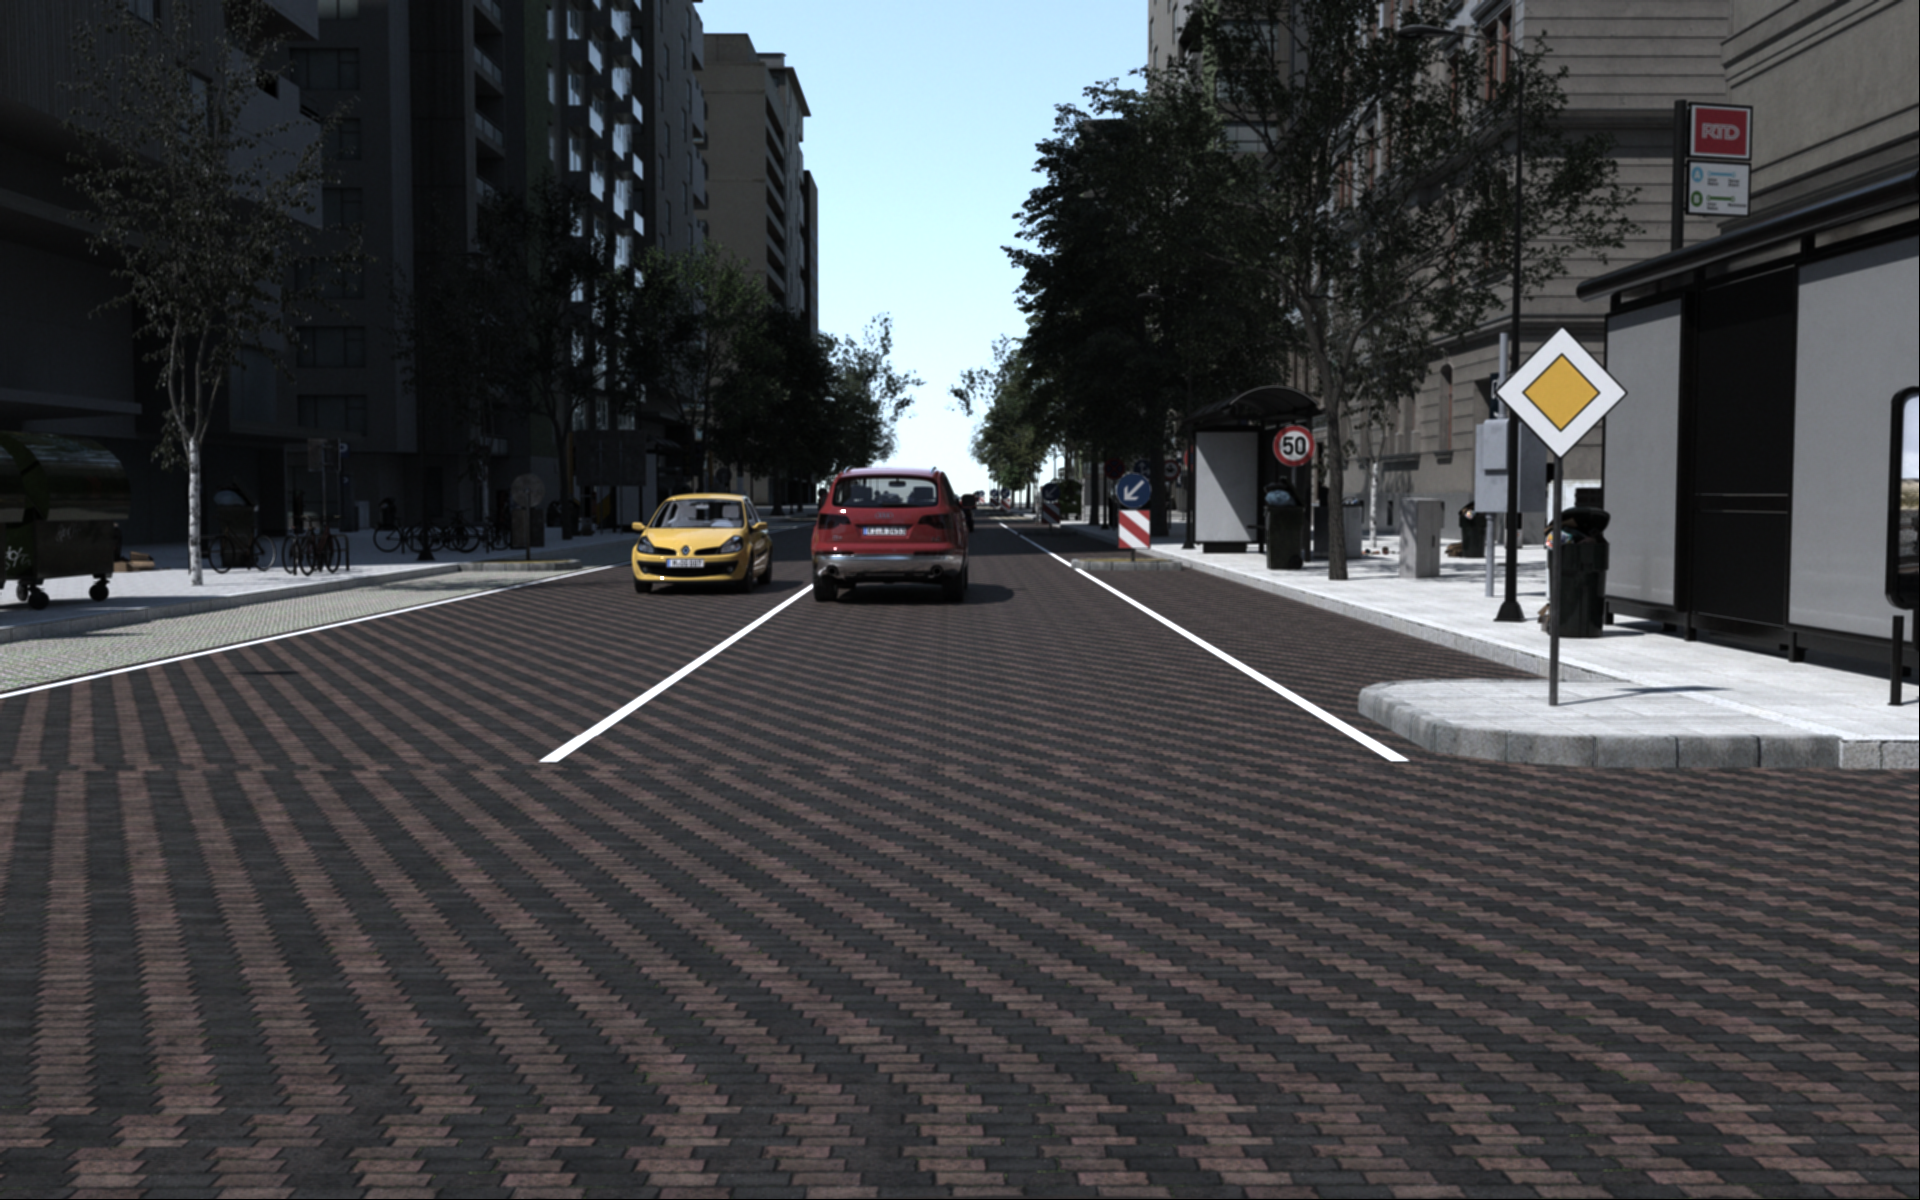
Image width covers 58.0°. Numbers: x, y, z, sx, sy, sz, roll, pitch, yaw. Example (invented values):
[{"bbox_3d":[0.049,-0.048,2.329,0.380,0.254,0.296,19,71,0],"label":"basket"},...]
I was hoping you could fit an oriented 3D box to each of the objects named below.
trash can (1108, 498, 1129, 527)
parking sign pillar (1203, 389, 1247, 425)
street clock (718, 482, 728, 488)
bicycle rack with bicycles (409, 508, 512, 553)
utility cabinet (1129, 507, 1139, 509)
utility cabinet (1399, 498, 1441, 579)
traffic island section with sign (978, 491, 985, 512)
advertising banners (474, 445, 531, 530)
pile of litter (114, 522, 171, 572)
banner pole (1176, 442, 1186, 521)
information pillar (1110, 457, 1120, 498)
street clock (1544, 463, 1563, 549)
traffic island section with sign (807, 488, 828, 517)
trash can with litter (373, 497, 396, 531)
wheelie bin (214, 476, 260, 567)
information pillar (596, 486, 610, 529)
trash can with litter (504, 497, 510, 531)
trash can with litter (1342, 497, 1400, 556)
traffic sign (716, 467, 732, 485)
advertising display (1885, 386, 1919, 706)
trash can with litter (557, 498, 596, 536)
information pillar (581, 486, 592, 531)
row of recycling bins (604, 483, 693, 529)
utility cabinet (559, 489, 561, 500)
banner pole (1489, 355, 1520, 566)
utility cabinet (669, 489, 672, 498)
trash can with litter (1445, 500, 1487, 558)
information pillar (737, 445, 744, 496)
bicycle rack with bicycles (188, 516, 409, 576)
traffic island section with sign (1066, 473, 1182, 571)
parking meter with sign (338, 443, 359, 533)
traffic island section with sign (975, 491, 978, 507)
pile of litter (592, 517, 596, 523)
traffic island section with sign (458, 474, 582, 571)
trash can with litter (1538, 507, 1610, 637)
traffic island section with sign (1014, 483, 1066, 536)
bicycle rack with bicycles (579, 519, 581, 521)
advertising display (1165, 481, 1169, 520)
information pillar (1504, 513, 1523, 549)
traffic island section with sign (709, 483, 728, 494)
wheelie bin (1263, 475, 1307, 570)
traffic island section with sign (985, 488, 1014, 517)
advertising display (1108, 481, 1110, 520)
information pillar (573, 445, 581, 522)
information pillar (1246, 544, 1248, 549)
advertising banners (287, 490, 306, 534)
[{"bbox_3d":[6.073,-3.401,67.256,0.748,1.137,0.748,0,3,0],"label":"trash can"},{"bbox_3d":[6.878,-3.476,45.298,1.447,3.967,1.447,-3,5,-40],"label":"parking sign pillar"},{"bbox_3d":[-11.430,-4.834,83.613,0.471,2.002,0.358,0,4,-6],"label":"street clock"},{"bbox_3d":[-11.458,-1.524,38.303,2.925,0.926,2.852,-1,4,-10],"label":"bicycle rack with bicycles"},{"bbox_3d":[6.152,-2.862,57.962,1.020,1.237,0.306,-2,4,-28],"label":"utility cabinet"},{"bbox_3d":[7.081,-0.945,26.616,0.306,1.237,1.020,2,4,35],"label":"utility cabinet"},{"bbox_3d":[2.598,-7.858,137.109,1.989,1.847,2.006,0,4,0],"label":"traffic island section with sign"},{"bbox_3d":[-16.377,-4.036,62.176,2.074,3.025,0.090,0,4,-5],"label":"advertising banners"},{"bbox_3d":[-13.989,-0.909,28.829,1.719,0.858,1.176,-3,5,-43],"label":"pile of litter"},{"bbox_3d":[10.580,-5.685,82.960,0.401,3.779,0.863,-2,4,-28],"label":"banner pole"},{"bbox_3d":[6.797,-5.179,76.037,0.504,3.616,0.183,1,4,11],"label":"information pillar"},{"bbox_3d":[13.729,-2.182,40.241,0.358,2.002,0.471,-3,4,-36],"label":"street clock"},{"bbox_3d":[-8.679,-6.212,110.200,1.989,1.847,2.006,0,4,0],"label":"traffic island section with sign"},{"bbox_3d":[-20.155,-3.003,60.491,1.055,1.170,0.624,3,5,40],"label":"trash can with litter"},{"bbox_3d":[-12.741,-1.383,30.525,0.693,1.594,0.980,-1,4,-16],"label":"wheelie bin"},{"bbox_3d":[-12.991,-4.379,62.952,0.504,3.616,0.183,-2,4,-26],"label":"information pillar"},{"bbox_3d":[-15.404,-3.011,60.616,1.055,1.170,0.624,-1,4,-18],"label":"trash can with litter"},{"bbox_3d":[8.672,-1.585,36.973,2.233,1.210,1.678,-2,4,-32],"label":"trash can with litter"},{"bbox_3d":[-11.129,-4.985,81.611,0.768,2.556,0.104,0,4,1],"label":"traffic sign"},{"bbox_3d":[6.096,-0.315,10.368,0.974,1.923,0.123,1,4,14],"label":"advertising display"},{"bbox_3d":[-11.756,-2.550,53.075,0.624,1.170,1.055,3,5,42],"label":"trash can with litter"},{"bbox_3d":[-13.011,-3.413,60.290,0.304,2.012,0.304,-2,4,-28],"label":"information pillar"},{"bbox_3d":[-11.704,-3.512,64.528,3.534,1.692,1.069,0,4,0],"label":"row of recycling bins"},{"bbox_3d":[-19.292,-4.559,83.215,1.173,1.500,0.318,0,4,3],"label":"utility cabinet"},{"bbox_3d":[9.803,-2.524,31.289,0.401,3.779,0.863,-1,4,-20],"label":"banner pole"},{"bbox_3d":[-12.875,-4.356,79.898,1.173,1.500,0.318,2,4,30],"label":"utility cabinet"},{"bbox_3d":[10.201,-1.446,35.022,0.624,1.170,1.055,-1,4,-21],"label":"trash can with litter"},{"bbox_3d":[-10.552,-5.618,83.217,0.183,3.616,0.504,-3,4,-37],"label":"information pillar"},{"bbox_3d":[-11.125,-0.923,28.470,2.852,0.926,2.925,1,4,8],"label":"bicycle rack with bicycles"},{"bbox_3d":[3.164,-1.516,33.410,1.989,1.847,2.006,0,4,0],"label":"traffic island section with sign"},{"bbox_3d":[-20.665,-3.801,58.413,0.543,3.016,1.738,-1,4,-9],"label":"parking meter with sign"},{"bbox_3d":[2.298,-11.239,192.386,1.989,1.847,2.006,0,4,0],"label":"traffic island section with sign"},{"bbox_3d":[-15.713,-3.783,75.825,1.719,0.858,1.176,1,4,22],"label":"pile of litter"},{"bbox_3d":[-8.253,-1.477,32.781,1.989,1.847,2.006,0,4,0],"label":"traffic island section with sign"},{"bbox_3d":[5.510,-0.270,15.796,0.624,1.170,1.055,0,4,3],"label":"trash can with litter"},{"bbox_3d":[3.019,-3.164,60.365,1.989,1.847,2.006,0,4,0],"label":"traffic island section with sign"},{"bbox_3d":[-18.902,-4.079,80.073,2.925,0.926,2.852,0,4,-5],"label":"bicycle rack with bicycles"},{"bbox_3d":[10.035,-4.869,84.827,0.123,1.923,0.974,3,4,37],"label":"advertising display"},{"bbox_3d":[12.961,-2.202,40.500,0.304,2.012,0.304,-1,4,-17],"label":"information pillar"},{"bbox_3d":[-8.401,-3.157,60.246,1.989,1.847,2.006,0,4,0],"label":"traffic island section with sign"},{"bbox_3d":[5.525,-1.324,29.563,0.693,1.594,0.980,0,4,3],"label":"wheelie bin"},{"bbox_3d":[2.744,-6.205,110.071,1.989,1.847,2.006,0,4,0],"label":"traffic island section with sign"},{"bbox_3d":[7.720,-4.864,84.743,0.974,1.923,0.123,0,4,1],"label":"advertising display"},{"bbox_3d":[-17.424,-5.319,78.317,0.504,3.616,0.183,-1,4,-13],"label":"information pillar"},{"bbox_3d":[6.563,-2.203,40.519,0.304,2.012,0.304,1,4,20],"label":"information pillar"},{"bbox_3d":[-21.440,-3.585,54.806,0.090,3.025,2.074,1,4,17],"label":"advertising banners"}]
